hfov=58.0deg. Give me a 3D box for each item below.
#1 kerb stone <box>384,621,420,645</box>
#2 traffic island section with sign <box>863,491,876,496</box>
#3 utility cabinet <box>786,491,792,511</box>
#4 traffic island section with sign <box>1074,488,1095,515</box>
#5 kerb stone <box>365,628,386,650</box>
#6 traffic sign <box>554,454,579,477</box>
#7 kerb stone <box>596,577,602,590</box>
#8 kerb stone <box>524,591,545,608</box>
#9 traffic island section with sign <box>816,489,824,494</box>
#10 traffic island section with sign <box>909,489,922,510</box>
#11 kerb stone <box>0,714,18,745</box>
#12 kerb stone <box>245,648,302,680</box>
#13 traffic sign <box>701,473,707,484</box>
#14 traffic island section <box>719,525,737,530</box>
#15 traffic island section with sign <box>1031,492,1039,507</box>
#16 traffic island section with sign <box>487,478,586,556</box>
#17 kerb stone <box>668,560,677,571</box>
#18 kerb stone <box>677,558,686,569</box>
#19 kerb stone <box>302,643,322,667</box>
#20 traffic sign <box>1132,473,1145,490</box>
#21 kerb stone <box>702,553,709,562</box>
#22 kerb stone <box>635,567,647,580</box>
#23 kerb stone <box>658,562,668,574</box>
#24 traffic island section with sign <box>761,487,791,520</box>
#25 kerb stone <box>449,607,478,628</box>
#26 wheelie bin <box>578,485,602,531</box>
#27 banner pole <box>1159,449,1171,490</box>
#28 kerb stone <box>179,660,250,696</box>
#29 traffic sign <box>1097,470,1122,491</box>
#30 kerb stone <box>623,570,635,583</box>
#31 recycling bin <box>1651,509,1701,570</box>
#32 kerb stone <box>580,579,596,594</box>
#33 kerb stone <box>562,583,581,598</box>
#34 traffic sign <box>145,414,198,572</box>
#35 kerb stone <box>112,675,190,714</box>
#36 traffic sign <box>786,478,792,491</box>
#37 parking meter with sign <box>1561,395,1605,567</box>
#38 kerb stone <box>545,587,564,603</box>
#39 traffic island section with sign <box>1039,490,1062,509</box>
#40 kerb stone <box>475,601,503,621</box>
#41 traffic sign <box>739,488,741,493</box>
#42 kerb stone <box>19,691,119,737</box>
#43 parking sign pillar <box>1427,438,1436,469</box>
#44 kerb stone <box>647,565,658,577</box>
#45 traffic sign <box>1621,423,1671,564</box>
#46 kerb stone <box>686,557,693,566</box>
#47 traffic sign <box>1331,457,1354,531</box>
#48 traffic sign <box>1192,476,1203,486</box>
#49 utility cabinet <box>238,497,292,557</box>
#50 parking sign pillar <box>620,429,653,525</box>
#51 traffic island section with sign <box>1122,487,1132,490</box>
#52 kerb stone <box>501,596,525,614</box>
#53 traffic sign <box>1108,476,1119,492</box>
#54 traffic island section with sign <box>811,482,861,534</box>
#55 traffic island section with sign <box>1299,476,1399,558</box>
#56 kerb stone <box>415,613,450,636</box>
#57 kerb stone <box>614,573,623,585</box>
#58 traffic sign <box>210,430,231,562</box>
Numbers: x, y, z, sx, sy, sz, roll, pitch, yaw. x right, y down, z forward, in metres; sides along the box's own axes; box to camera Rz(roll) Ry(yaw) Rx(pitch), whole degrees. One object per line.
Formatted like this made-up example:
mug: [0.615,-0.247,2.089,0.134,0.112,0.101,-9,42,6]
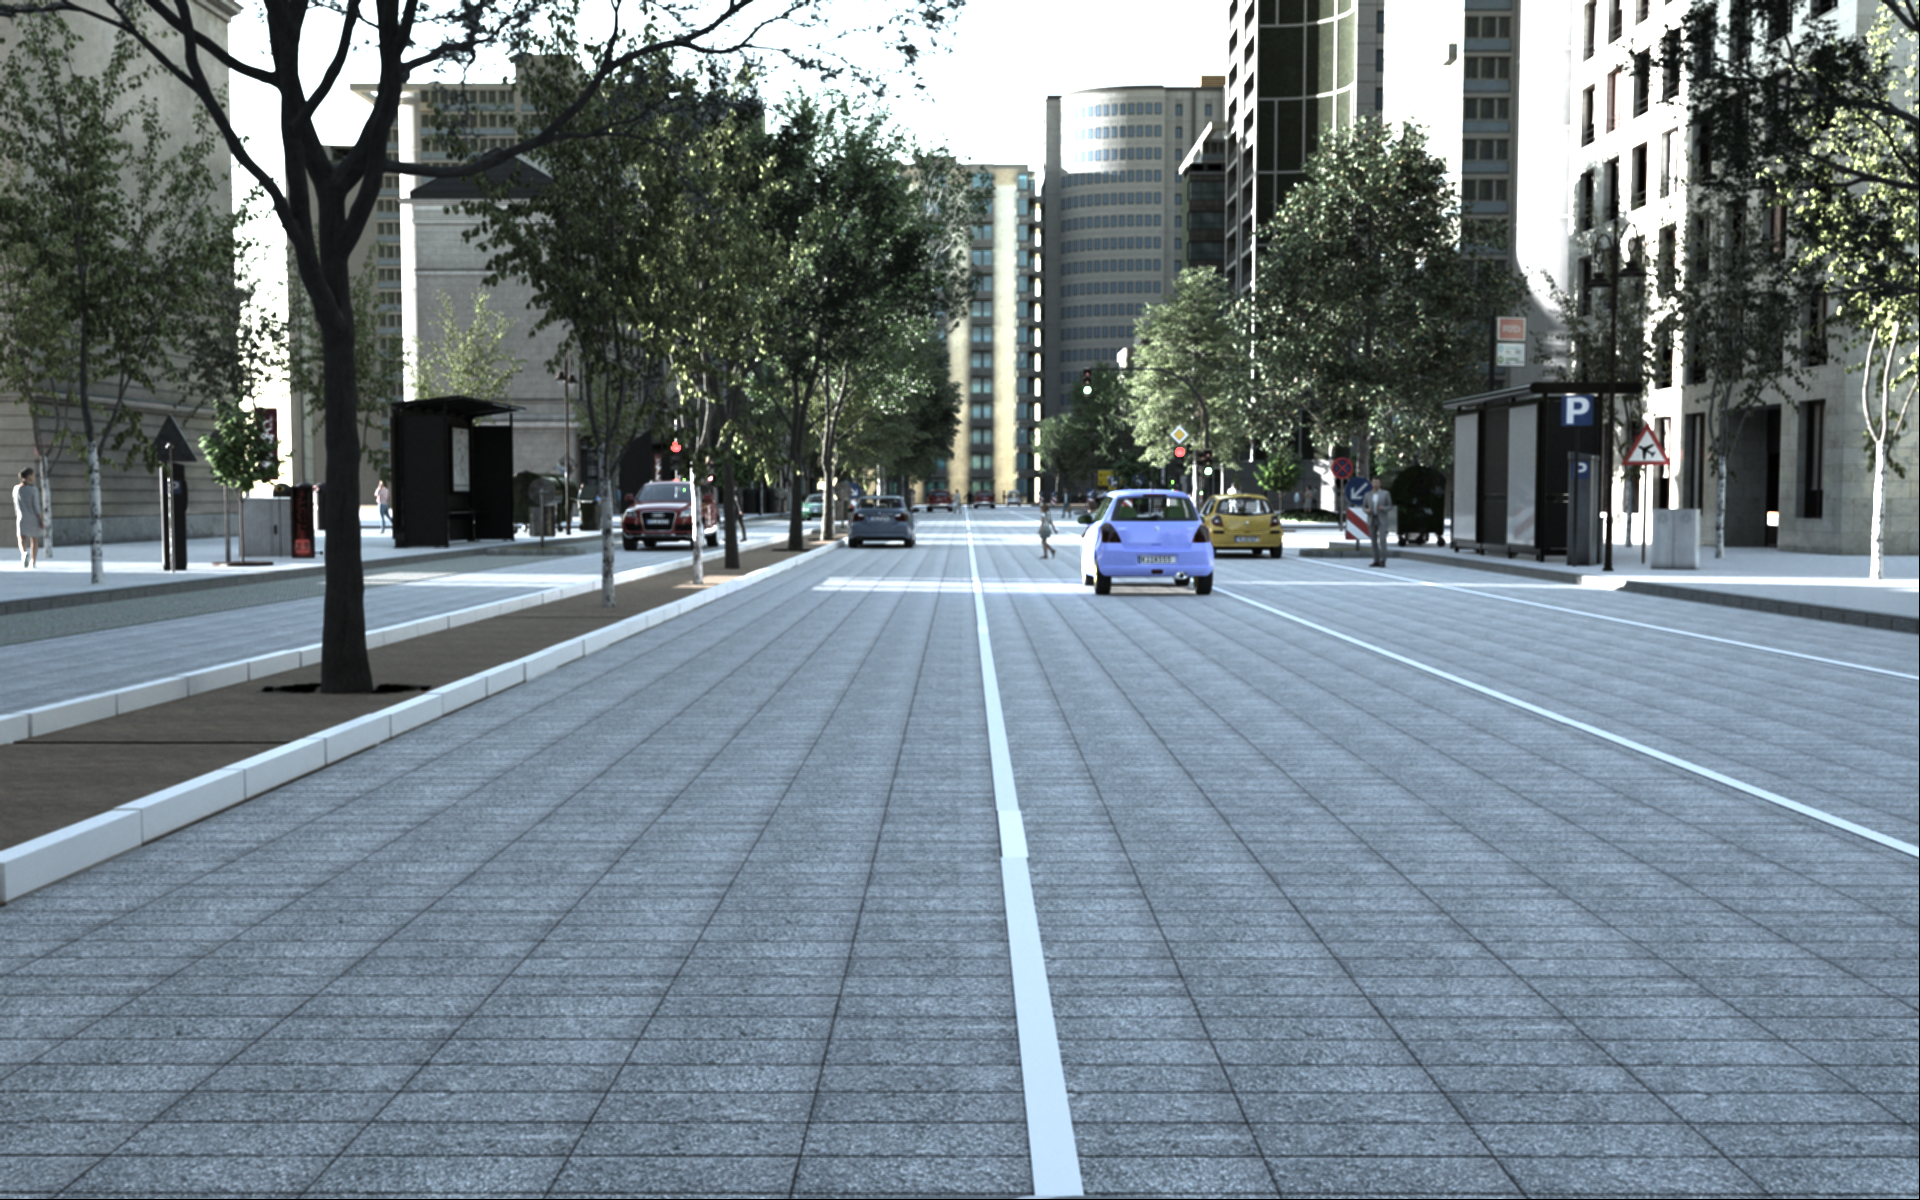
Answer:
kerb stone: [-5.476,0.335,16.790,0.120,0.150,1.000,0,4,0]
traffic island section with sign: [-9.651,-10.017,172.402,1.989,1.847,2.006,0,4,0]
utility cabinet: [-12.813,-7.402,129.704,0.318,1.500,1.173,0,4,1]
traffic island section with sign: [9.060,-6.943,122.148,1.989,1.847,2.006,0,4,0]
kerb stone: [-5.475,0.393,15.768,0.120,0.150,1.000,0,4,0]
traffic sign: [-12.713,-3.437,55.930,0.795,2.593,0.064,0,4,2]
kerb stone: [-5.449,-0.233,26.011,0.120,0.150,1.000,0,4,0]
kerb stone: [-5.464,0.020,21.900,0.120,0.150,1.000,0,4,0]
traffic island section with sign: [-9.770,-6.952,122.290,1.989,1.847,2.006,0,4,0]
traffic island section with sign: [-4.124,-8.397,145.424,2.006,1.907,1.989,0,4,0]
kerb stone: [-5.496,0.770,9.601,0.120,0.150,1.000,0,4,0]
kerb stone: [-5.484,0.518,13.724,0.120,0.150,1.000,0,4,0]
traffic sign: [-13.868,-5.714,93.532,0.768,2.556,0.104,0,4,4]
traffic island section: [-10.212,-2.958,70.643,2.009,0.180,2.903,0,4,0]
traffic island section with sign: [9.230,-11.739,200.566,1.989,1.847,2.006,0,4,0]
traffic island section with sign: [-9.960,-1.978,40.969,1.989,1.847,2.006,0,4,0]
kerb stone: [-5.443,-0.609,32.156,0.120,0.150,1.000,0,4,0]
kerb stone: [-5.440,-0.672,33.177,0.120,0.150,1.000,0,4,0]
kerb stone: [-5.475,0.464,14.747,0.120,0.150,1.000,0,4,0]
traffic sign: [10.917,-6.465,105.803,0.768,2.556,0.104,0,4,7]
kerb stone: [-5.437,-0.859,36.246,0.120,0.150,1.000,0,4,0]
kerb stone: [-5.448,-0.421,29.086,0.120,0.150,1.000,0,4,0]
kerb stone: [-5.439,-0.544,31.132,0.120,0.150,1.000,0,4,0]
traffic island section with sign: [-9.836,-5.298,95.246,1.989,1.847,2.006,0,4,0]
kerb stone: [-5.466,0.207,18.834,0.120,0.150,1.000,0,4,0]
wheelie bin: [-12.987,-3.238,60.846,0.980,1.594,0.693,1,4,15]
banner pole: [11.223,-6.388,94.466,0.863,3.779,0.401,2,4,25]
kerb stone: [-5.491,0.581,12.702,0.120,0.150,1.000,0,4,0]
traffic sign: [12.552,-9.171,143.817,2.265,3.308,0.079,1,4,9]
kerb stone: [-5.457,-0.359,28.060,0.120,0.150,1.000,0,4,0]
recycling bin: [12.306,-1.054,29.779,0.722,1.027,0.722,2,4,28]
kerb stone: [-5.457,-0.171,24.984,0.120,0.150,1.000,0,4,0]
kerb stone: [-5.456,-0.108,23.962,0.120,0.150,1.000,0,4,0]
traffic sign: [-12.906,-1.733,28.331,0.884,2.594,0.081,0,4,2]
kerb stone: [-5.489,0.647,11.665,0.120,0.150,1.000,0,4,0]
traffic sign: [-13.951,-8.545,139.809,0.768,2.556,0.104,0,4,5]
parking meter with sign: [11.281,-2.140,31.258,0.543,3.016,1.738,2,4,30]
kerb stone: [-5.460,-0.046,22.940,0.120,0.150,1.000,0,4,0]
traffic island section with sign: [9.176,-10.016,172.387,1.989,1.847,2.006,0,4,0]
kerb stone: [-5.468,0.143,19.856,0.120,0.150,1.000,0,4,0]
traffic sign: [-13.350,-6.424,105.146,0.768,2.556,0.104,1,4,10]
kerb stone: [-5.487,0.707,10.632,0.120,0.150,1.000,0,4,0]
parking sign pillar: [18.927,-5.015,70.472,1.447,3.967,1.447,3,4,36]
kerb stone: [-5.442,-0.481,30.108,0.120,0.150,1.000,0,4,0]
traffic sign: [12.634,-1.953,31.935,0.884,2.594,0.081,0,4,8]
kerb stone: [-5.432,-0.733,34.199,0.120,0.150,1.000,0,4,0]
traffic sign: [13.084,-3.623,59.344,0.768,2.556,0.104,0,4,3]
traffic sign: [12.990,-5.667,94.780,0.606,2.300,0.079,1,4,9]
utility cabinet: [-14.278,-1.495,35.611,1.020,1.237,0.306,-1,4,-21]
parking sign pillar: [-13.431,-5.107,71.967,1.447,3.967,1.447,0,4,1]
traffic island section with sign: [8.992,-5.295,95.193,1.989,1.847,2.006,0,4,0]
kerb stone: [-5.466,0.081,20.878,0.120,0.150,1.000,0,4,0]
traffic sign: [10.945,-7.562,123.751,0.768,2.556,0.104,0,4,5]
traffic island section with sign: [-4.314,-3.348,62.879,2.006,1.907,1.989,0,4,0]
traffic island section with sign: [8.869,-1.902,39.730,1.989,1.847,2.006,0,4,0]
kerb stone: [-5.476,0.271,17.812,0.120,0.150,1.000,0,4,0]
kerb stone: [-5.453,-0.296,27.038,0.120,0.150,1.000,0,4,0]
traffic sign: [-13.782,-1.984,32.546,0.768,2.556,0.104,1,4,9]
